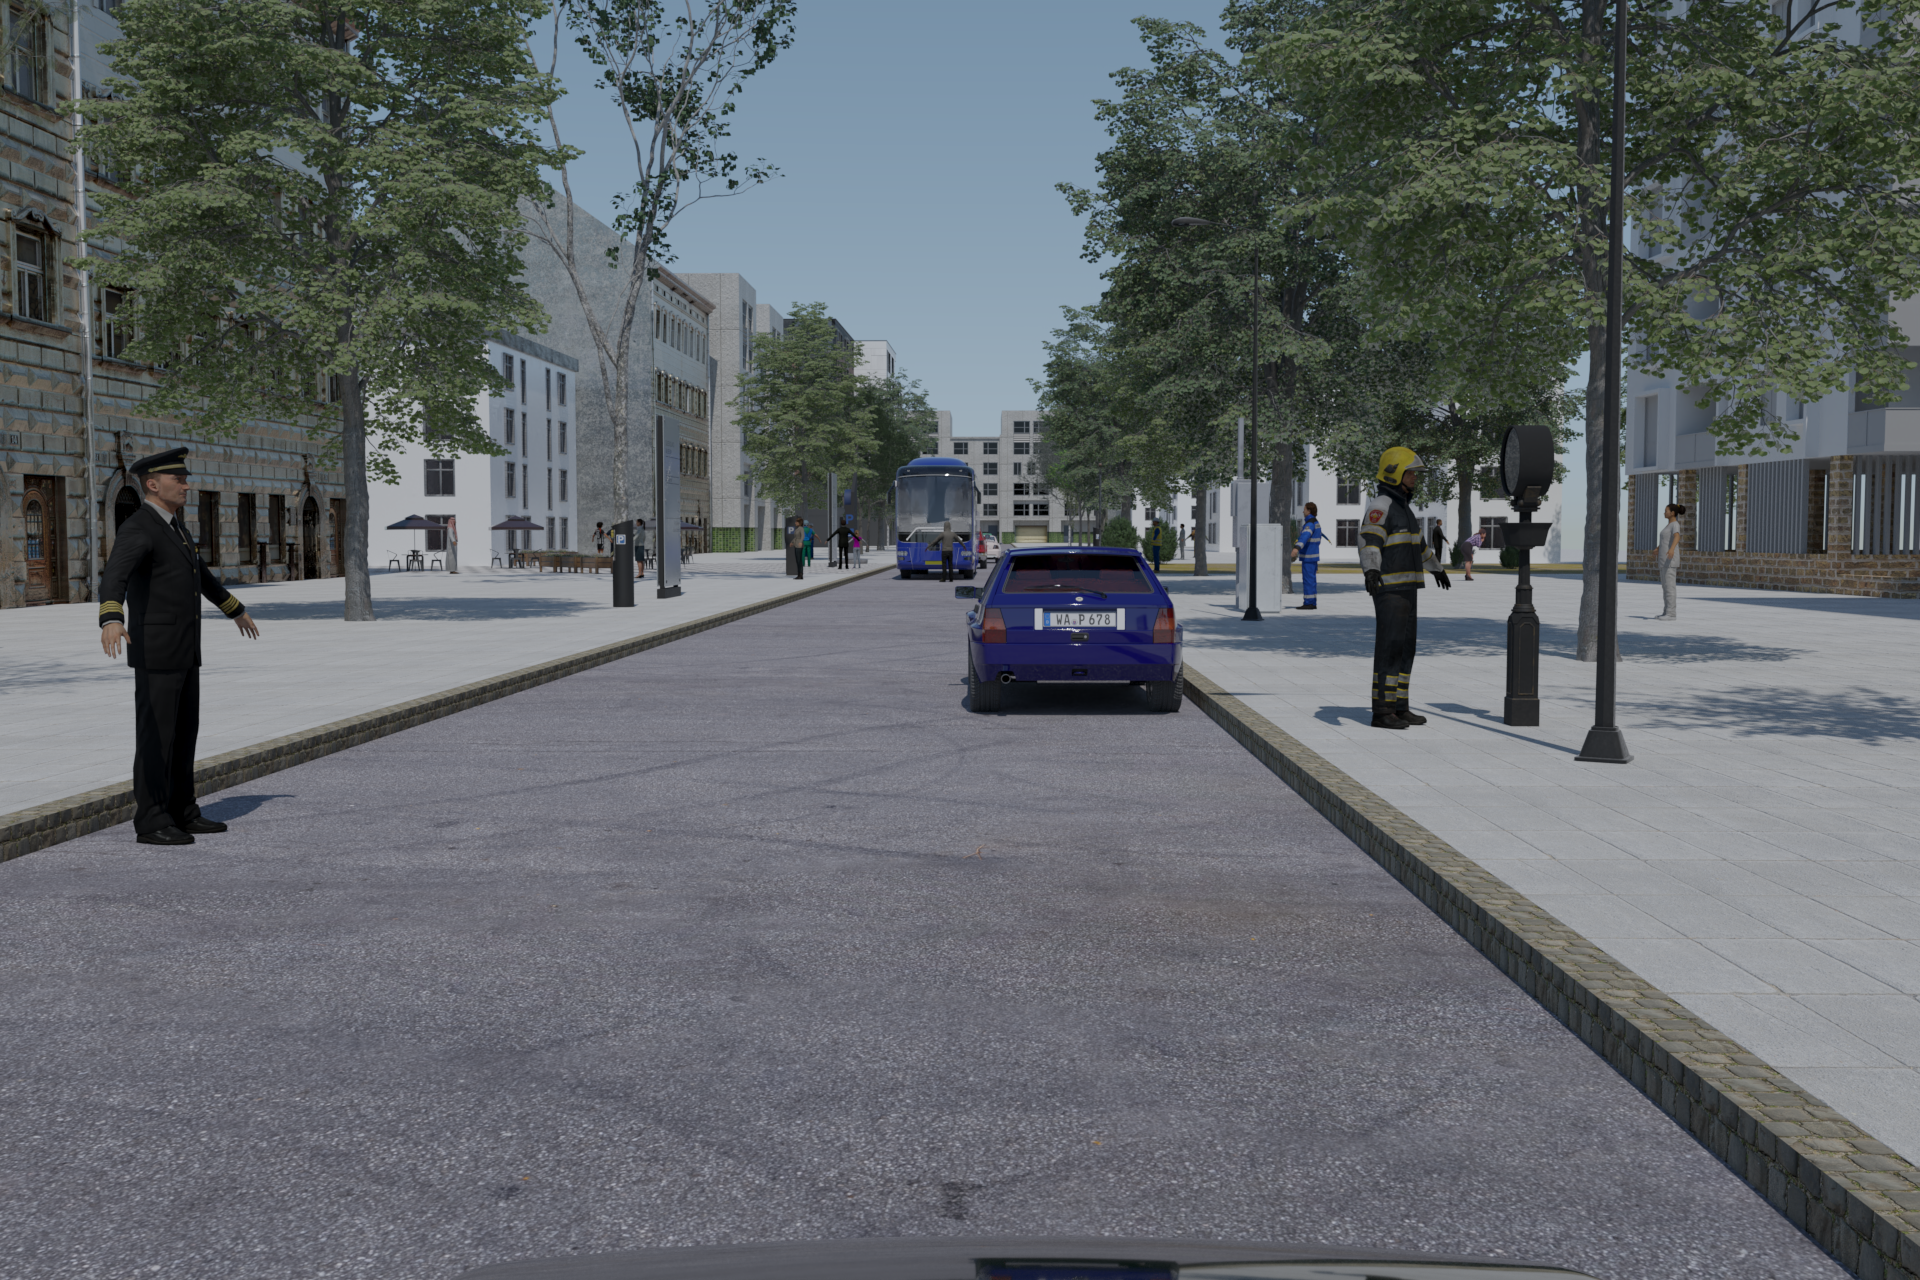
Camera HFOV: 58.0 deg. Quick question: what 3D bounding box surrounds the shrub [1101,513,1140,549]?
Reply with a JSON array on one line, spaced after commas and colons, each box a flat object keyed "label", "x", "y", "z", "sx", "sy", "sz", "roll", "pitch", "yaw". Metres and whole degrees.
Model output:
[{"label": "shrub", "x": 6.040, "y": -3.827, "z": 66.618, "sx": 1.661, "sy": 2.075, "sz": 1.752, "roll": 0, "pitch": 3, "yaw": 0}]

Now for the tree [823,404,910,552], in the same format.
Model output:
[{"label": "tree", "x": -6.151, "y": -11.414, "z": 121.032, "sx": 7.601, "sy": 10.594, "sz": 8.767, "roll": -1, "pitch": 4, "yaw": -8}]

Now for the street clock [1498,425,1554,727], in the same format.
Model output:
[{"label": "street clock", "x": 3.770, "y": -0.428, "z": 11.571, "sx": 0.358, "sy": 2.002, "sz": 0.471, "roll": 0, "pitch": 4, "yaw": 2}]

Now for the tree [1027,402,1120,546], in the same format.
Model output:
[{"label": "tree", "x": 9.721, "y": -13.925, "z": 138.041, "sx": 12.009, "sy": 13.543, "sz": 11.850, "roll": 0, "pitch": 3, "yaw": 0}]

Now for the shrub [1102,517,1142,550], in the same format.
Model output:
[{"label": "shrub", "x": 7.036, "y": -4.352, "z": 75.193, "sx": 1.661, "sy": 2.075, "sz": 1.752, "roll": 0, "pitch": 3, "yaw": 0}]

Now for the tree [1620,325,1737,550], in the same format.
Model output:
[{"label": "tree", "x": 29.851, "y": -9.337, "z": 70.780, "sx": 7.486, "sy": 12.596, "sz": 7.792, "roll": 0, "pitch": 3, "yaw": 0}]

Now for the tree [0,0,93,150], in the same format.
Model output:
[{"label": "tree", "x": -8.877, "y": -3.766, "z": 11.939, "sx": 4.360, "sy": 8.622, "sz": 3.978, "roll": 0, "pitch": 3, "yaw": 0}]

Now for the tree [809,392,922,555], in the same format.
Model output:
[{"label": "tree", "x": -6.070, "y": -10.654, "z": 108.608, "sx": 8.767, "sy": 10.594, "sz": 7.601, "roll": 1, "pitch": 4, "yaw": 17}]

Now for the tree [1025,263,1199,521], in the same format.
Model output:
[{"label": "tree", "x": 7.962, "y": -10.817, "z": 83.512, "sx": 9.857, "sy": 13.997, "sz": 8.962, "roll": 0, "pitch": 3, "yaw": 0}]

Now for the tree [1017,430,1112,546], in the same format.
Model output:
[{"label": "tree", "x": 10.429, "y": -15.377, "z": 161.789, "sx": 12.009, "sy": 13.543, "sz": 11.850, "roll": 0, "pitch": 3, "yaw": 0}]

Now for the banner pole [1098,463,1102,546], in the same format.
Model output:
[{"label": "banner pole", "x": 4.932, "y": -4.332, "z": 60.842, "sx": 0.401, "sy": 3.779, "sz": 0.863, "roll": 0, "pitch": 4, "yaw": 1}]

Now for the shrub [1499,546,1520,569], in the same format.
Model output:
[{"label": "shrub", "x": 20.124, "y": -3.187, "z": 63.218, "sx": 1.383, "sy": 1.207, "sz": 1.383, "roll": 0, "pitch": 3, "yaw": 0}]

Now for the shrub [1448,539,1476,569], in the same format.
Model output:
[{"label": "shrub", "x": 18.372, "y": -3.196, "z": 63.373, "sx": 1.383, "sy": 1.207, "sz": 1.383, "roll": 0, "pitch": 3, "yaw": 0}]

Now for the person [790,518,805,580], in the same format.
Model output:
[{"label": "person", "x": -4.600, "y": -2.568, "z": 48.751, "sx": 0.721, "sy": 1.744, "sz": 1.215, "roll": -1, "pitch": 4, "yaw": -18}]

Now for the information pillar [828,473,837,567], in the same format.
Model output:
[{"label": "information pillar", "x": -4.948, "y": -4.646, "z": 67.278, "sx": 0.184, "sy": 3.620, "sz": 1.656, "roll": 0, "pitch": 4, "yaw": 2}]

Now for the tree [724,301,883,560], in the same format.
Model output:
[{"label": "tree", "x": -7.558, "y": -10.167, "z": 84.363, "sx": 7.486, "sy": 12.596, "sz": 7.792, "roll": 0, "pitch": 3, "yaw": 0}]

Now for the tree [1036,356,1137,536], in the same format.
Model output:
[{"label": "tree", "x": 8.294, "y": -10.717, "z": 100.979, "sx": 9.928, "sy": 11.665, "sz": 9.643, "roll": 0, "pitch": 3, "yaw": 0}]

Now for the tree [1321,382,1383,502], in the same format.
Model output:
[{"label": "tree", "x": 17.580, "y": -7.540, "z": 73.639, "sx": 4.737, "sy": 8.622, "sz": 4.395, "roll": 0, "pitch": 3, "yaw": 0}]

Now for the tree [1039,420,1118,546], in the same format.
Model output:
[{"label": "tree", "x": 9.561, "y": -11.722, "z": 126.069, "sx": 8.767, "sy": 10.594, "sz": 7.601, "roll": 2, "pitch": 4, "yaw": 24}]

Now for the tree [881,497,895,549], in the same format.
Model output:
[{"label": "tree", "x": -6.325, "y": -11.976, "z": 146.171, "sx": 4.360, "sy": 8.622, "sz": 3.978, "roll": 0, "pitch": 3, "yaw": 0}]

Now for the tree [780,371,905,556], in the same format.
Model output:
[{"label": "tree", "x": -6.763, "y": -10.120, "z": 99.876, "sx": 8.767, "sy": 10.594, "sz": 7.601, "roll": 1, "pitch": 4, "yaw": 17}]

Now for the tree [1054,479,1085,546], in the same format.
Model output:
[{"label": "tree", "x": 9.492, "y": -12.442, "z": 153.796, "sx": 4.360, "sy": 8.622, "sz": 3.978, "roll": 0, "pitch": 3, "yaw": 0}]

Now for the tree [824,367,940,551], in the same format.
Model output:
[{"label": "tree", "x": -6.180, "y": -13.811, "z": 132.458, "sx": 9.857, "sy": 13.997, "sz": 8.962, "roll": 0, "pitch": 3, "yaw": 0}]

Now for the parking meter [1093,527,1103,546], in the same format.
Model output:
[{"label": "parking meter", "x": 5.015, "y": -3.336, "z": 62.958, "sx": 0.372, "sy": 1.533, "sz": 0.369, "roll": 0, "pitch": 3, "yaw": 0}]

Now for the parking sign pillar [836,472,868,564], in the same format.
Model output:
[{"label": "parking sign pillar", "x": -4.714, "y": -5.291, "z": 74.975, "sx": 1.447, "sy": 3.967, "sz": 1.447, "roll": 0, "pitch": 4, "yaw": 2}]

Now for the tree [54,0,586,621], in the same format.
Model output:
[{"label": "tree", "x": -9.045, "y": -6.527, "z": 24.851, "sx": 7.486, "sy": 12.596, "sz": 7.792, "roll": 0, "pitch": 3, "yaw": 0}]

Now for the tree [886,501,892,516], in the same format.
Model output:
[{"label": "tree", "x": -5.665, "y": -12.681, "z": 157.693, "sx": 4.737, "sy": 8.622, "sz": 4.395, "roll": 0, "pitch": 3, "yaw": 0}]

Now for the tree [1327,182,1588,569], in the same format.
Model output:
[{"label": "tree", "x": 18.307, "y": -9.558, "z": 62.936, "sx": 9.857, "sy": 13.997, "sz": 8.962, "roll": 0, "pitch": 3, "yaw": 0}]

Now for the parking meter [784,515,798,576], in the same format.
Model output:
[{"label": "parking meter", "x": -5.206, "y": -2.919, "z": 53.445, "sx": 0.399, "sy": 1.863, "sz": 0.255, "roll": 0, "pitch": 4, "yaw": 2}]

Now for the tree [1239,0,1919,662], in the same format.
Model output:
[{"label": "tree", "x": 6.158, "y": -6.077, "z": 17.481, "sx": 7.486, "sy": 12.596, "sz": 7.792, "roll": 0, "pitch": 3, "yaw": 0}]

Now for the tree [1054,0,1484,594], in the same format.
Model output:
[{"label": "tree", "x": 6.872, "y": -7.975, "z": 37.039, "sx": 9.857, "sy": 13.997, "sz": 8.962, "roll": 0, "pitch": 3, "yaw": 0}]

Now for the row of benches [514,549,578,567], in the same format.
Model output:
[{"label": "row of benches", "x": -16.790, "y": -3.347, "z": 70.184, "sx": 1.422, "sy": 0.672, "sz": 4.104, "roll": 1, "pitch": 4, "yaw": 18}]

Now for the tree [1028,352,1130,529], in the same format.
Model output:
[{"label": "tree", "x": 9.106, "y": -12.452, "z": 113.957, "sx": 12.009, "sy": 13.543, "sz": 11.850, "roll": 0, "pitch": 3, "yaw": 0}]

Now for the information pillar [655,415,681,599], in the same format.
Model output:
[{"label": "information pillar", "x": -5.893, "y": -2.672, "z": 34.999, "sx": 0.184, "sy": 3.620, "sz": 1.656, "roll": 0, "pitch": 4, "yaw": 2}]

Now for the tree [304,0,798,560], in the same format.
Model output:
[{"label": "tree", "x": -9.486, "y": -11.484, "z": 43.651, "sx": 12.611, "sy": 20.169, "sz": 13.585, "roll": 0, "pitch": 3, "yaw": 0}]

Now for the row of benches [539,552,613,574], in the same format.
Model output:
[{"label": "row of benches", "x": -12.716, "y": -2.548, "z": 57.115, "sx": 1.422, "sy": 0.672, "sz": 4.104, "roll": -3, "pitch": 5, "yaw": -40}]

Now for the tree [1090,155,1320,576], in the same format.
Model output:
[{"label": "tree", "x": 7.511, "y": -8.184, "z": 51.943, "sx": 7.486, "sy": 12.596, "sz": 7.792, "roll": 0, "pitch": 3, "yaw": 0}]

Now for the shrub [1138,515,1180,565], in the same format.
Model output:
[{"label": "shrub", "x": 8.365, "y": -4.203, "z": 72.757, "sx": 1.661, "sy": 2.075, "sz": 1.752, "roll": 0, "pitch": 3, "yaw": 0}]

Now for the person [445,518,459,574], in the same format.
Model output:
[{"label": "person", "x": -16.271, "y": -3.026, "z": 55.624, "sx": 0.704, "sy": 1.811, "sz": 1.347, "roll": -1, "pitch": 4, "yaw": -15}]

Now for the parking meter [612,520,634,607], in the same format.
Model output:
[{"label": "parking meter", "x": -5.914, "y": -1.345, "z": 30.408, "sx": 0.372, "sy": 1.533, "sz": 0.369, "roll": 0, "pitch": 3, "yaw": 0}]
